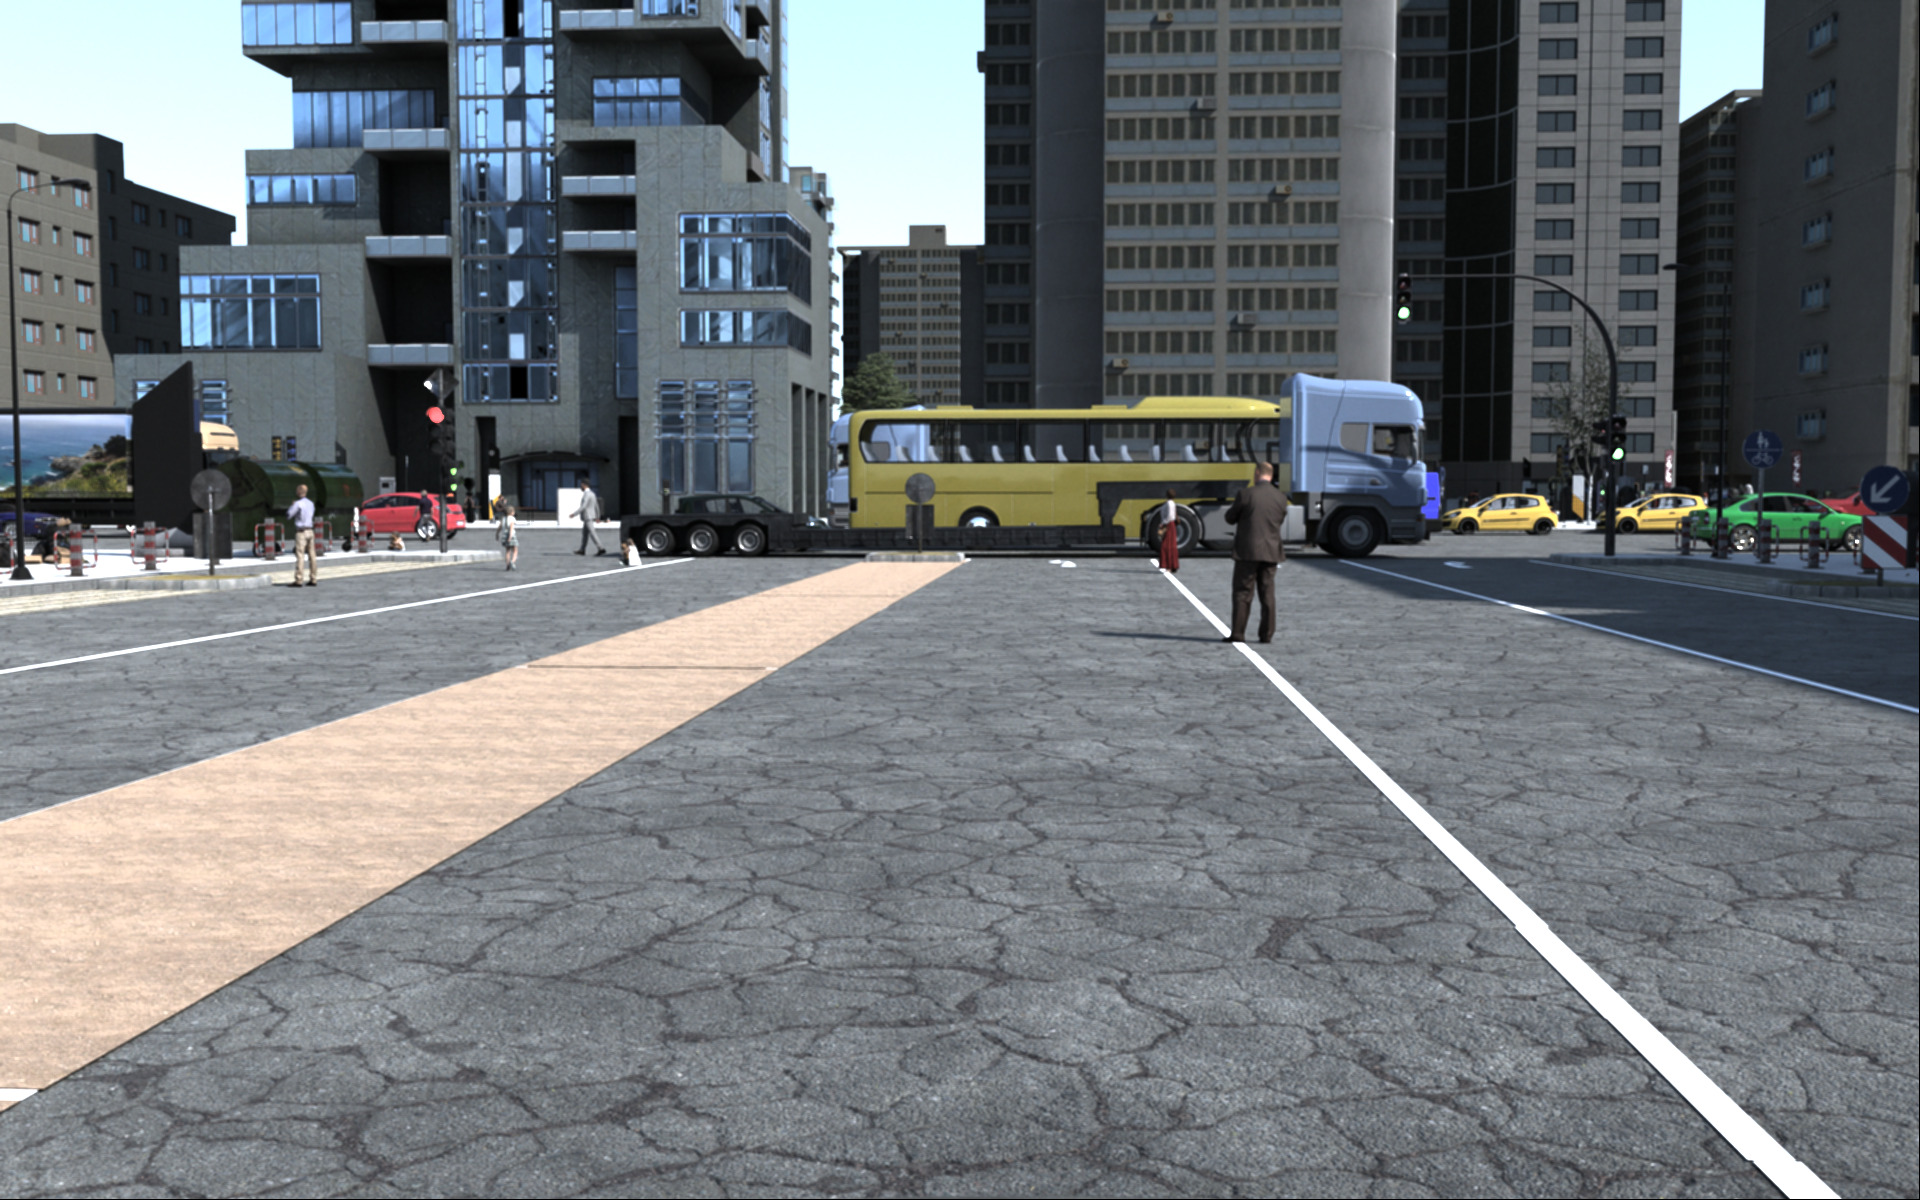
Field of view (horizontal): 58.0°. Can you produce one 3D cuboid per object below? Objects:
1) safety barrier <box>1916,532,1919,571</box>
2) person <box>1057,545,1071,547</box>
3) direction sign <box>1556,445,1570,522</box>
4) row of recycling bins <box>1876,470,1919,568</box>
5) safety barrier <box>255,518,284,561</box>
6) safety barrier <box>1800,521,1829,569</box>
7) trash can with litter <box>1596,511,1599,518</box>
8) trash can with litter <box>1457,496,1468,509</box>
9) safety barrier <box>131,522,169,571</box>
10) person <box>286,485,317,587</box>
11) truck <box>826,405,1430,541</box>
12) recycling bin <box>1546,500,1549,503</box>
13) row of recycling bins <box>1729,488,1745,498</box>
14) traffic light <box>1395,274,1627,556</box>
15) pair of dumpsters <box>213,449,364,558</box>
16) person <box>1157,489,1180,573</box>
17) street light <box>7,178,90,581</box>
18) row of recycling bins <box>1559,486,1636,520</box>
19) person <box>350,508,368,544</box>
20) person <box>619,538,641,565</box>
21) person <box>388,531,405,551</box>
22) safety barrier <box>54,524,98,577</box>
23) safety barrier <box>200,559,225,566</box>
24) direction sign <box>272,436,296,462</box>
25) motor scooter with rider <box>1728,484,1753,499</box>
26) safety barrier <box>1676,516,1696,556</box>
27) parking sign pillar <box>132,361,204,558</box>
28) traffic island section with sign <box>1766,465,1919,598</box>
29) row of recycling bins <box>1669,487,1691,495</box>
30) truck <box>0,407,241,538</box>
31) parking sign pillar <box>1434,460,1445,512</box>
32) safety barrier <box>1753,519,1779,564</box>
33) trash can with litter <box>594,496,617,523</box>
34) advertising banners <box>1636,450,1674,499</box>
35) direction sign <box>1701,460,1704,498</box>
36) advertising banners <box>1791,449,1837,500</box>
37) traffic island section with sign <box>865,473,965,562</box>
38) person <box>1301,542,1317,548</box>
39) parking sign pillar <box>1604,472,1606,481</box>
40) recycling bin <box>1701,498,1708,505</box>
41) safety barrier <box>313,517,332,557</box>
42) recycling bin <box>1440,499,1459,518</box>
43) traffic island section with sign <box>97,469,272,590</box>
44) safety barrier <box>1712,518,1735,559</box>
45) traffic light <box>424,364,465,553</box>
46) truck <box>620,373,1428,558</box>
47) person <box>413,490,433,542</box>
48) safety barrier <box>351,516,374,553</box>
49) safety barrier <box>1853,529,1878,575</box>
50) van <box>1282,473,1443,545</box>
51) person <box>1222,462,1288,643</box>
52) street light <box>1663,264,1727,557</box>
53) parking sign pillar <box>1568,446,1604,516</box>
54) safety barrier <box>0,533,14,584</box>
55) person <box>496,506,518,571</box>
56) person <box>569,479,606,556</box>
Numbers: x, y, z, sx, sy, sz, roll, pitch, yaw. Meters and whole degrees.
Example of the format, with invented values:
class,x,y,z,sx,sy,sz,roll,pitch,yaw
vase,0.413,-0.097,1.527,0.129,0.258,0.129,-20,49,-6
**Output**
class,x,y,z,sx,sy,sz,roll,pitch,yaw
safety barrier,14.384,-0.689,25.534,0.300,0.817,1.120,0,4,4
person,2.853,-2.297,47.002,0.436,1.711,0.756,0,4,4
direction sign,27.711,-5.362,79.659,0.379,3.537,0.876,-1,4,-18
row of recycling bins,17.353,-1.481,31.334,1.069,1.692,3.534,3,5,41
safety barrier,-13.229,-1.157,33.198,0.300,0.817,1.120,0,4,4
safety barrier,14.693,-0.949,29.794,0.300,0.817,1.120,0,4,4
trash can with litter,33.660,-4.882,91.215,0.624,1.170,1.055,-1,4,-10
trash can with litter,34.140,-6.531,118.165,0.624,1.170,1.055,3,5,40
safety barrier,-13.536,-0.897,28.947,0.300,0.817,1.120,0,4,4
person,-10.188,-0.994,26.812,0.319,1.574,0.516,2,4,29
truck,4.653,-3.863,52.925,18.799,4.110,2.967,0,4,4
recycling bin,25.205,-3.846,75.431,0.722,1.027,0.722,2,4,27
row of recycling bins,49.559,-6.328,110.569,3.534,1.692,1.069,-2,4,-28
traffic light,11.344,-3.739,35.799,4.771,5.953,1.251,0,4,4
pair of dumpsters,-14.165,-2.074,36.407,1.574,2.255,4.437,0,4,4
person,3.798,-1.255,31.494,0.387,1.526,0.523,1,4,17
street light,-13.483,-3.248,25.651,1.470,5.913,1.316,0,4,4
row of recycling bins,31.577,-4.814,85.822,3.534,1.692,1.069,1,4,17
person,-16.984,-2.435,48.671,0.624,1.780,0.694,-1,4,-18
person,-6.627,-0.970,34.836,0.357,0.543,0.381,2,4,25
person,-13.512,-1.379,41.523,0.381,0.543,0.357,3,5,45
safety barrier,-13.689,-0.767,26.822,0.300,0.817,1.120,0,4,4
safety barrier,-13.384,-1.027,31.072,0.300,0.817,1.120,0,4,4
direction sign,-26.509,-4.648,67.997,0.876,3.537,0.379,-1,4,-22
motor scooter with rider,24.469,-2.782,54.454,1.986,1.779,0.876,0,4,4
safety barrier,15.157,-1.339,36.170,0.300,0.817,1.120,0,4,4
parking sign pillar,-16.190,-2.871,35.416,1.447,3.967,1.447,1,4,10
traffic island section with sign,12.667,-0.978,24.616,1.989,1.847,2.006,0,4,4
row of recycling bins,40.520,-5.532,97.559,1.069,1.692,3.534,2,4,29
truck,-28.984,-4.188,57.380,11.283,4.237,2.839,0,4,5
parking sign pillar,34.167,-8.255,123.446,1.447,3.967,1.447,2,4,31
safety barrier,14.851,-1.079,31.919,0.300,0.817,1.120,0,4,4
trash can with litter,-16.403,-4.018,76.749,2.233,1.210,1.678,0,4,-4
advertising banners,27.278,-4.388,67.926,2.074,3.025,0.090,-2,4,-29
direction sign,50.052,-7.636,116.853,0.379,3.537,0.876,2,4,32
advertising banners,33.217,-4.359,67.460,0.090,3.025,2.074,-2,4,-25
traffic island section with sign,-0.922,-1.776,37.177,2.006,1.907,1.989,0,4,4
person,9.387,-2.298,46.255,0.592,1.802,0.473,-3,5,-41
parking sign pillar,46.450,-8.372,125.348,1.447,3.967,1.447,0,4,-2
recycling bin,49.082,-6.223,114.308,0.722,1.027,0.722,0,4,5
safety barrier,-13.077,-1.288,35.329,0.300,0.817,1.120,0,4,4
recycling bin,26.129,-4.884,92.404,0.722,1.027,0.722,-1,4,-13
traffic island section with sign,-11.736,-1.095,26.530,1.989,1.847,2.006,0,4,4
safety barrier,15.003,-1.209,34.045,0.300,0.817,1.120,0,4,4
traffic light,-11.212,-2.974,37.548,0.839,4.253,0.868,0,4,4
truck,1.742,-3.058,39.751,18.799,4.110,2.967,0,4,3
person,-15.990,-2.503,51.639,0.569,1.553,0.471,-1,4,-22
safety barrier,-12.924,-1.418,37.467,0.300,0.817,1.120,0,4,4
safety barrier,14.536,-0.819,27.661,0.300,0.817,1.120,0,4,4
van,10.979,-2.759,49.492,5.245,2.365,2.240,0,4,2
person,2.830,-0.462,16.745,0.565,1.739,0.600,-3,5,-42
street light,14.862,-3.822,35.034,1.470,5.913,1.316,0,4,4
parking sign pillar,33.592,-6.431,93.620,1.447,3.967,1.447,-3,5,-45
safety barrier,-13.843,-0.636,24.679,0.300,0.817,1.120,0,4,4
person,-8.497,-1.155,32.393,0.505,1.210,0.382,1,4,21
person,-8.661,-1.934,40.400,0.850,1.792,0.678,0,4,7
